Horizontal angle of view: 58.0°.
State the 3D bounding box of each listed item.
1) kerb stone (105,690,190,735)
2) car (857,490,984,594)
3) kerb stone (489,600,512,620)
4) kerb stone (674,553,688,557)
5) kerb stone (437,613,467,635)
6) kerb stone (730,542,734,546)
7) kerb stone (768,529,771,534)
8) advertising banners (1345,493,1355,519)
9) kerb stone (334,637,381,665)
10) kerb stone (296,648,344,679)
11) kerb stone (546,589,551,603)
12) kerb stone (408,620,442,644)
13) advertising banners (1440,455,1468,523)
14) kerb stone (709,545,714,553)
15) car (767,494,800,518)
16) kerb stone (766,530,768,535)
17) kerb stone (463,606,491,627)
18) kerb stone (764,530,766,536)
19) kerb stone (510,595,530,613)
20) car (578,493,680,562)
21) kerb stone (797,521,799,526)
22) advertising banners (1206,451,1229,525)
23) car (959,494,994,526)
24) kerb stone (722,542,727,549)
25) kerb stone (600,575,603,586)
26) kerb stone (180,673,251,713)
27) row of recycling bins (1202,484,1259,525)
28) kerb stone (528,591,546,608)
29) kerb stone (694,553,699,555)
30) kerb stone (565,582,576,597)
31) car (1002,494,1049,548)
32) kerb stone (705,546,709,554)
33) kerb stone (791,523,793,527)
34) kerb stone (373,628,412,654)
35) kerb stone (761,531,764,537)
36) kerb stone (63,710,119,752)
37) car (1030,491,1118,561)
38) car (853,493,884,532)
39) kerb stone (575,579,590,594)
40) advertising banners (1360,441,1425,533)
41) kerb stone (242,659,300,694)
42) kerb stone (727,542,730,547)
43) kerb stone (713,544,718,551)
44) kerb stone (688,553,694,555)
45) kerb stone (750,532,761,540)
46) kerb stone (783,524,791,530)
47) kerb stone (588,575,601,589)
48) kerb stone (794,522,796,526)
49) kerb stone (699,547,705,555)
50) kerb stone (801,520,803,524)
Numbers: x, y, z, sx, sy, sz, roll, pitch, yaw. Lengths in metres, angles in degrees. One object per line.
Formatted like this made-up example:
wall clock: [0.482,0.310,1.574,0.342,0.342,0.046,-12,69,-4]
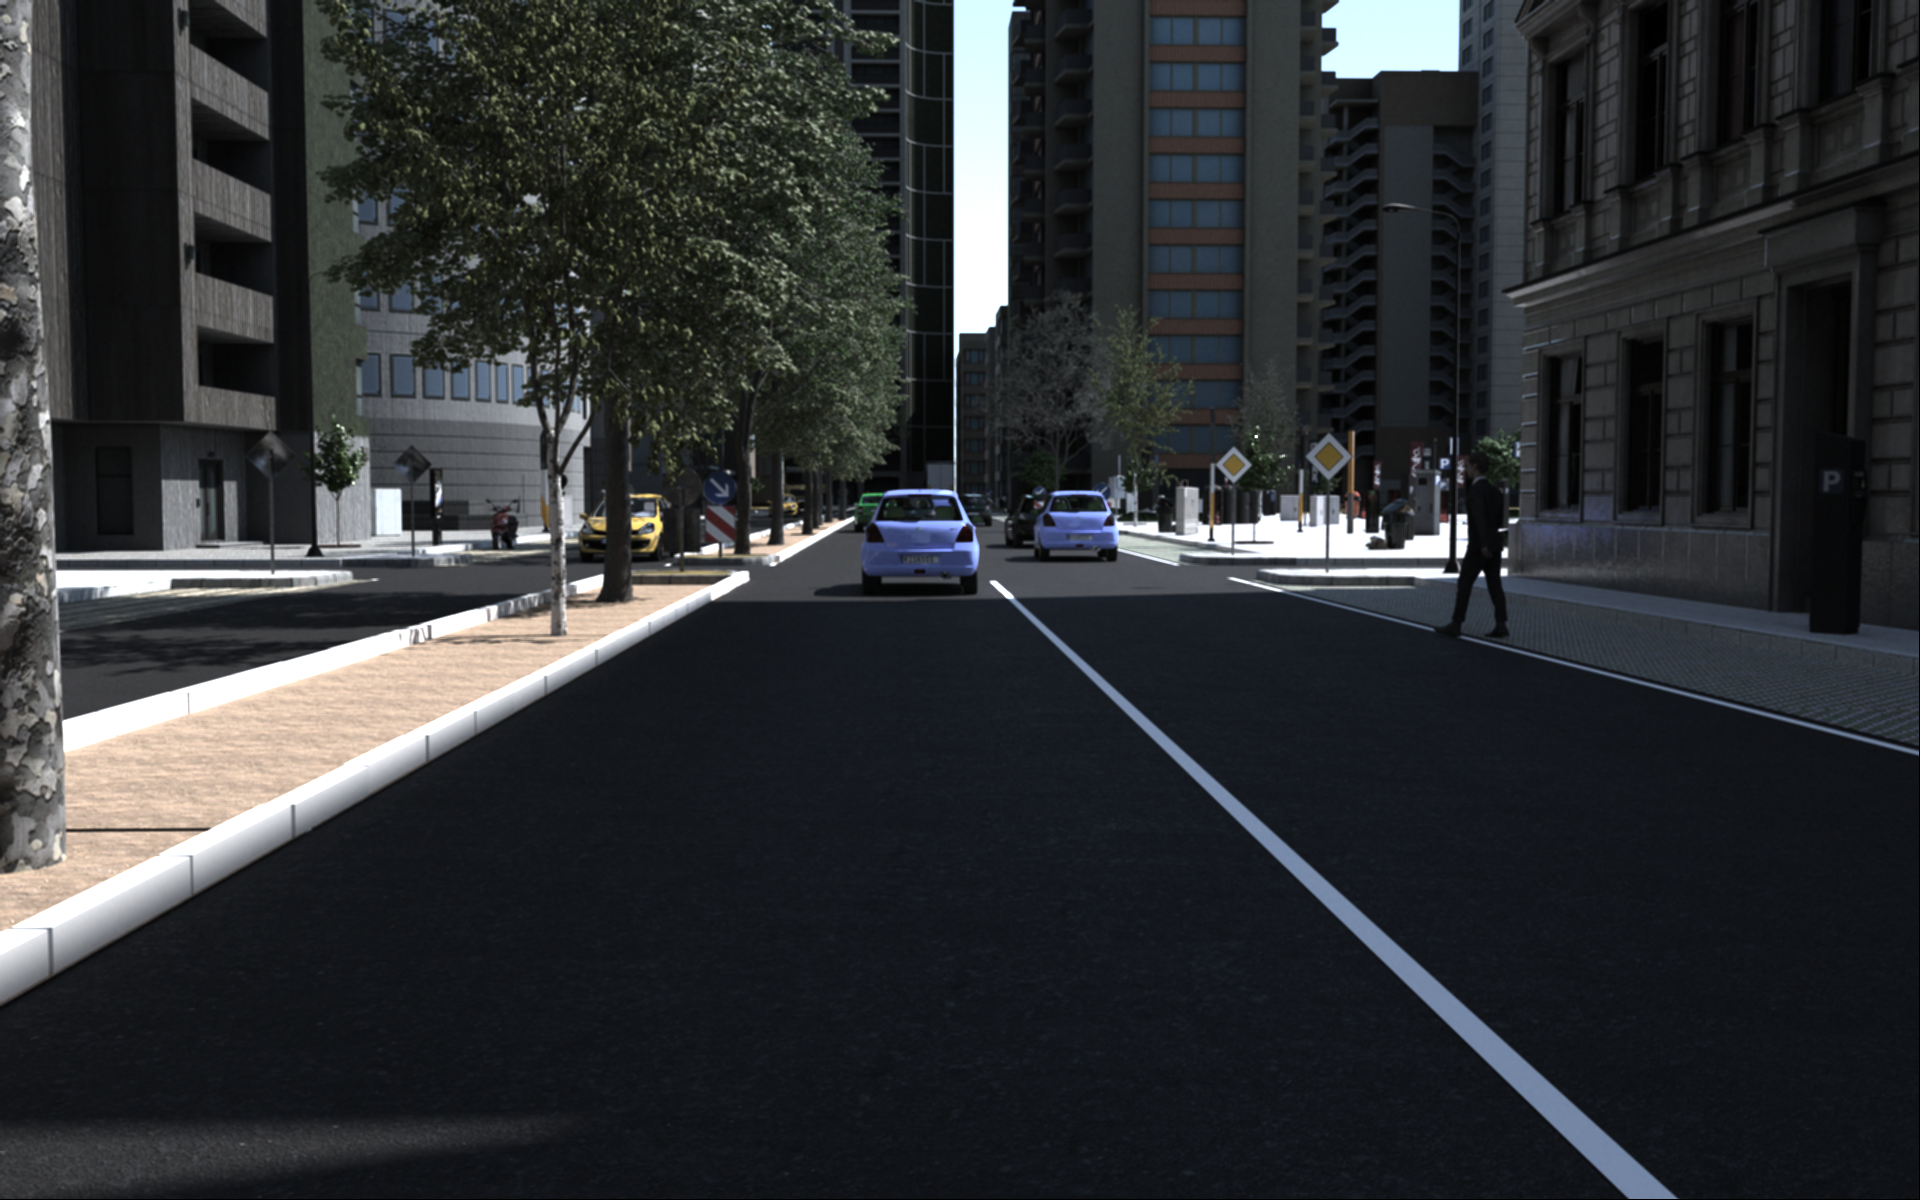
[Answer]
kerb stone: [-5.046,0.702,10.711,0.120,0.150,1.000,0,4,-2]
car: [-0.598,-1.010,26.101,1.945,1.707,3.694,0,4,-1]
kerb stone: [-5.360,0.139,19.918,0.120,0.150,1.000,0,4,-2]
kerb stone: [-5.964,-0.895,36.834,0.120,0.150,1.000,0,4,-2]
kerb stone: [-5.295,0.265,17.870,0.120,0.150,1.000,0,4,-2]
kerb stone: [-6.308,-1.517,47.080,0.120,0.150,1.000,0,4,-2]
kerb stone: [-6.781,-2.336,60.388,0.120,0.150,1.000,0,4,-2]
advertising banners: [20.910,-5.717,89.657,2.074,3.025,0.090,-1,4,-14]
kerb stone: [-5.187,0.452,14.804,0.120,0.150,1.000,0,4,-2]
kerb stone: [-5.148,0.520,13.783,0.120,0.150,1.000,0,4,-2]
kerb stone: [-5.462,-0.046,22.997,0.120,0.150,1.000,0,4,-2]
kerb stone: [-5.258,0.328,16.849,0.120,0.150,1.000,0,4,-2]
advertising banners: [21.601,-4.967,77.406,2.074,3.025,0.090,1,4,11]
kerb stone: [-6.133,-1.206,41.966,0.120,0.150,1.000,0,4,-2]
car: [-10.659,-5.789,104.879,2.015,1.641,3.980,0,4,-3]
kerb stone: [-6.749,-2.273,59.358,0.120,0.150,1.000,0,4,-2]
kerb stone: [-5.327,0.202,18.892,0.120,0.150,1.000,0,4,-2]
kerb stone: [-6.713,-2.205,58.330,0.120,0.150,1.000,0,4,-2]
kerb stone: [-5.403,0.076,20.953,0.120,0.150,1.000,0,4,-2]
car: [-7.210,-1.699,38.002,2.015,1.641,3.980,0,4,0]
kerb stone: [-7.354,-3.338,76.770,0.120,0.150,1.000,0,4,-2]
advertising banners: [10.641,-4.594,71.307,0.090,3.025,2.074,-1,4,-17]
car: [0.555,-4.203,78.505,2.009,1.686,4.222,0,4,-1]
kerb stone: [-6.241,-1.393,45.031,0.120,0.150,1.000,0,4,-2]
kerb stone: [-5.617,-0.300,27.101,0.120,0.150,1.000,0,4,-2]
kerb stone: [-5.072,0.640,11.733,0.120,0.150,1.000,0,4,-2]
row of recycling bins: [11.663,-4.107,74.267,1.069,1.692,3.534,3,5,44]
kerb stone: [-5.443,0.014,21.974,0.120,0.150,1.000,0,4,-2]
kerb stone: [-6.029,-1.017,38.898,0.120,0.150,1.000,0,4,-2]
kerb stone: [-5.510,-0.110,24.022,0.120,0.150,1.000,0,4,-2]
car: [2.197,-2.300,47.392,2.009,1.686,4.222,0,4,-3]
kerb stone: [-6.102,-1.147,40.942,0.120,0.150,1.000,0,4,-2]
kerb stone: [-7.212,-3.087,72.665,0.120,0.150,1.000,0,4,-2]
kerb stone: [-5.229,0.390,15.827,0.120,0.150,1.000,0,4,-2]
kerb stone: [-6.680,-2.147,57.302,0.120,0.150,1.000,0,4,-2]
kerb stone: [-5.006,0.765,9.683,0.120,0.150,1.000,0,4,-2]
car: [2.519,-1.753,38.248,1.945,1.707,3.694,0,4,0]
car: [-3.117,-3.518,66.309,1.959,1.807,4.718,0,4,-2]
kerb stone: [-5.547,-0.175,25.056,0.120,0.150,1.000,0,4,-2]
advertising banners: [14.321,-3.729,57.150,2.074,3.025,0.090,0,4,-7]
kerb stone: [-5.114,0.578,12.754,0.120,0.150,1.000,0,4,-2]
kerb stone: [-6.286,-1.455,46.052,0.120,0.150,1.000,0,4,-2]
kerb stone: [-6.173,-1.272,42.987,0.120,0.150,1.000,0,4,-2]
kerb stone: [-5.996,-0.948,37.867,0.120,0.150,1.000,0,4,-2]
kerb stone: [-6.637,-2.077,56.276,0.120,0.150,1.000,0,4,-2]
kerb stone: [-7.175,-3.024,71.644,0.120,0.150,1.000,0,4,-2]
kerb stone: [-5.585,-0.237,26.077,0.120,0.150,1.000,0,4,-2]
kerb stone: [-7.286,-3.212,74.709,0.120,0.150,1.000,0,4,-2]
kerb stone: [-6.065,-1.084,39.920,0.120,0.150,1.000,0,4,-2]
kerb stone: [-7.459,-3.526,79.838,0.120,0.150,1.000,0,4,-2]
